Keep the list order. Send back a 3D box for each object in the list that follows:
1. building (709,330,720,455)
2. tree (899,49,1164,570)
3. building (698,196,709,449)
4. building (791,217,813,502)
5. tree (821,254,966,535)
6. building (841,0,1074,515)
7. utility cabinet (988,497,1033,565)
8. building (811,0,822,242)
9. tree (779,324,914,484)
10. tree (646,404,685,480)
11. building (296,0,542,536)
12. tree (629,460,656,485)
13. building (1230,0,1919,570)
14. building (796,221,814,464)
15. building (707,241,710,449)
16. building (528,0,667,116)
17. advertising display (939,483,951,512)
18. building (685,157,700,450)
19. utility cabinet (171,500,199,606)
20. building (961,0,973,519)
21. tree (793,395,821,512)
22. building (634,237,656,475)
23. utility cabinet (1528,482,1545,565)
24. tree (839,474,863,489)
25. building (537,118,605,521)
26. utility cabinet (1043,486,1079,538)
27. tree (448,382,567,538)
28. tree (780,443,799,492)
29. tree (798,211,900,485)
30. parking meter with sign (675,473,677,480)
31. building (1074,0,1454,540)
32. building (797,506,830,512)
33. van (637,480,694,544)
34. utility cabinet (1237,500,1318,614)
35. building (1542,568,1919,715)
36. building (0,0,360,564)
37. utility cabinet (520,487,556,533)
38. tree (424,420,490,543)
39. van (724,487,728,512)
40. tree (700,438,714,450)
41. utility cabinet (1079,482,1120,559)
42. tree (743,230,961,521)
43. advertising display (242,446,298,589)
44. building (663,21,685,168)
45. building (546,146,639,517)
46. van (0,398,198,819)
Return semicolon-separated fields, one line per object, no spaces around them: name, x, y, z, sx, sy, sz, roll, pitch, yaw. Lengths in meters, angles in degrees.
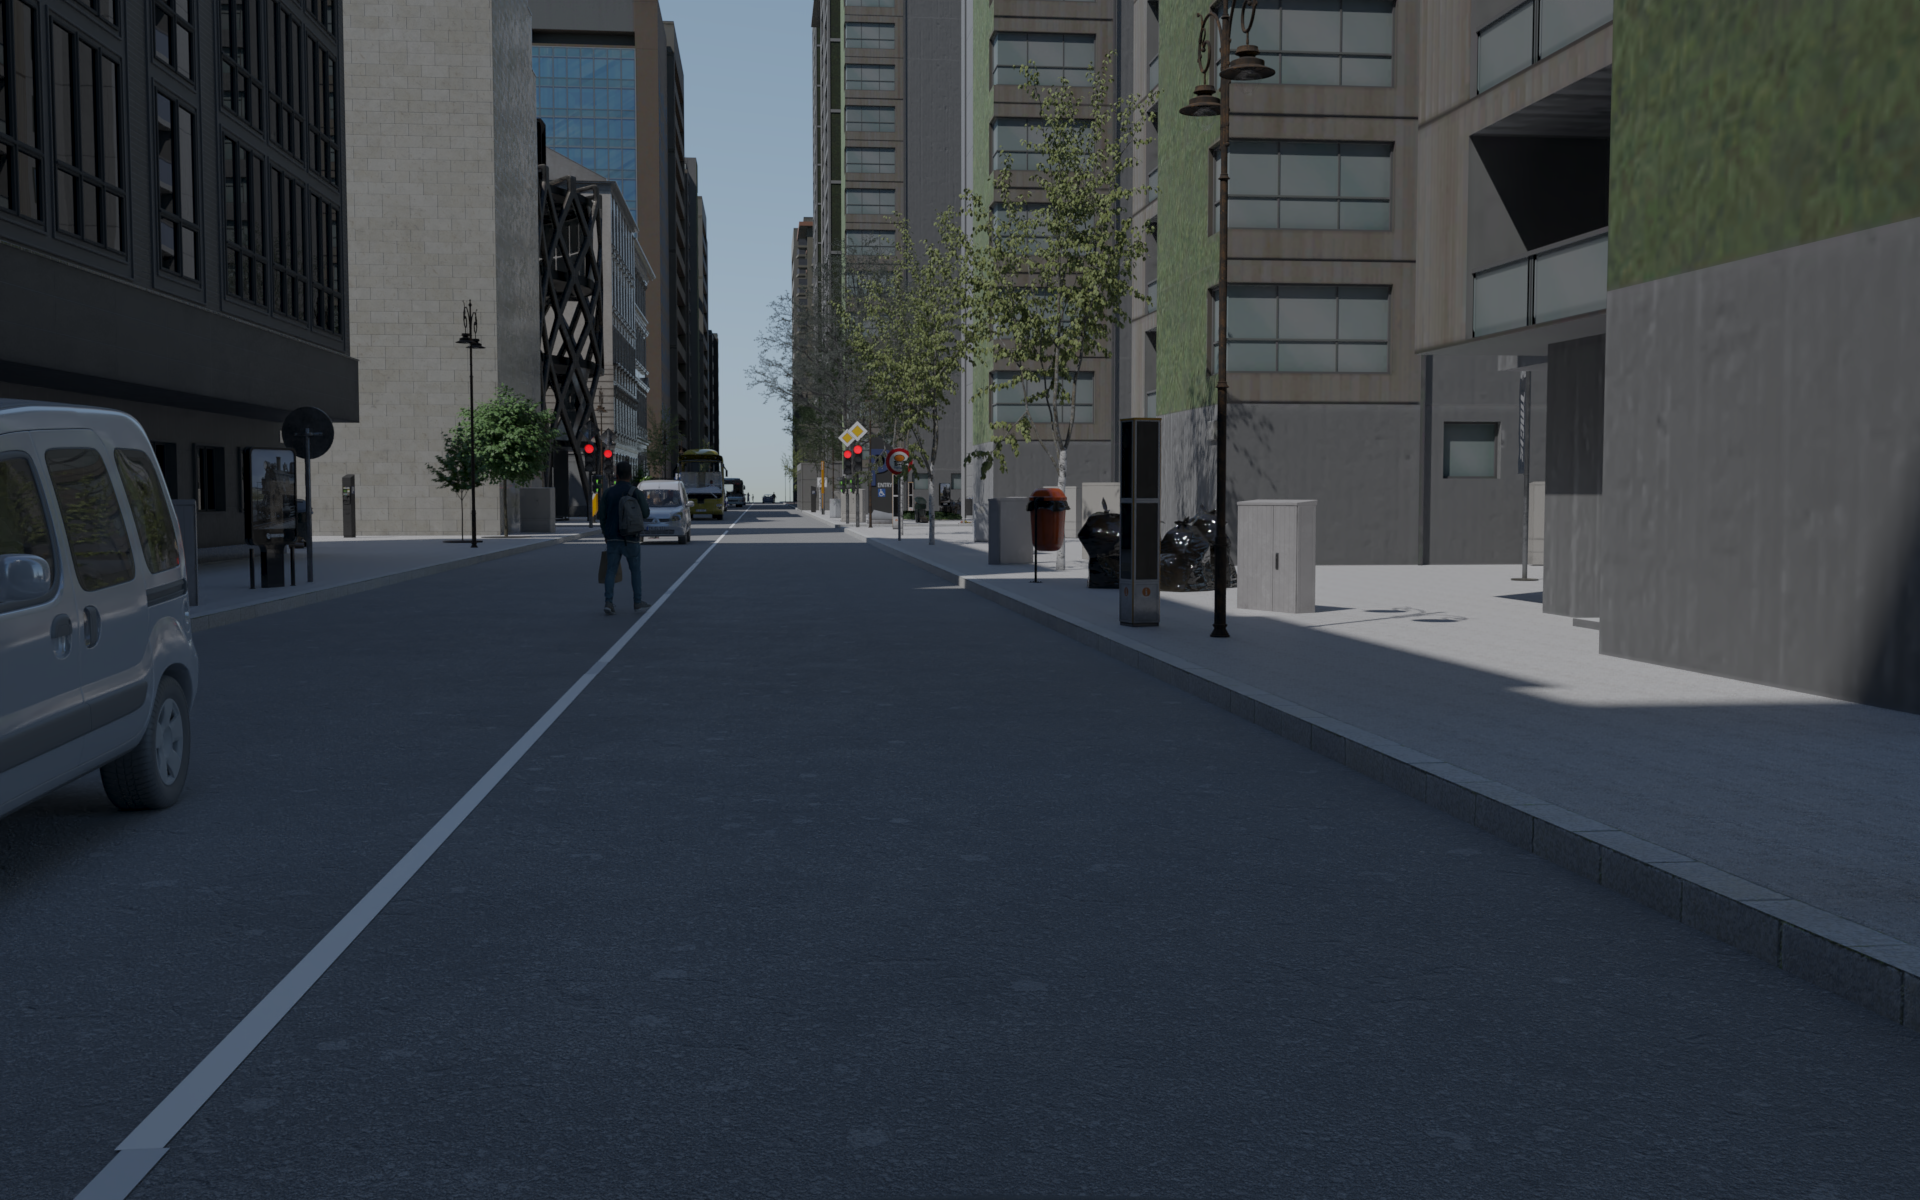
building;-48.749;-32.220;298.504;14.160;30.474;14.107;0;4;-6
tree;1.610;-4.820;29.176;4.737;8.622;4.395;0;3;0
building;-49.667;-39.218;264.909;21.300;48.544;21.600;0;4;-6
building;-17.992;-41.225;297.724;21.300;48.544;21.600;0;4;-6
tree;-1.820;-6.327;53.810;4.360;8.622;3.978;0;3;0
building;-0.887;-26.348;114.377;14.154;41.232;14.086;0;4;-6
utility cabinet;0.933;-1.262;31.795;0.306;1.237;1.020;3;5;40
building;0.341;-35.472;169.213;28.713;52.752;27.495;0;4;-6
tree;-6.094;-9.665;92.430;7.601;10.594;8.767;-2;4;-25
tree;-24.078;-11.508;138.519;4.737;8.622;4.395;0;3;0
building;-23.191;-12.387;57.272;16.860;20.320;10.420;0;4;-6
tree;-18.136;-6.358;98.548;1.663;3.219;1.824;0;3;0
building;10.831;-21.626;37.175;14.154;41.232;14.086;0;4;-6
building;-14.486;-37.791;272.500;22.147;44.769;28.867;0;4;-6
building;-48.273;-38.735;283.425;14.600;45.320;14.200;0;4;-6
building;-33.178;-30.790;153.529;14.600;45.320;14.200;0;4;-6
advertising display;-0.882;-5.772;99.583;0.123;1.923;0.974;3;4;37
building;-38.004;-31.812;203.717;14.154;41.232;14.086;0;4;-6
utility cabinet;-9.265;-0.526;19.769;1.020;1.237;0.306;-1;4;-22
building;15.046;-33.223;85.196;28.212;58.520;21.231;0;4;-6
tree;-10.242;-10.774;126.518;4.360;8.622;3.978;0;3;0
building;-28.228;-17.604;123.975;11.583;22.565;21.152;0;4;-6
utility cabinet;10.807;-1.365;31.001;1.173;1.500;0.318;0;4;2
tree;-6.725;-6.780;105.456;1.663;3.219;1.824;0;3;0
building;-25.403;-13.073;81.195;16.820;18.784;16.811;0;4;-6
utility cabinet;2.983;-2.549;50.349;1.173;1.500;0.318;3;4;39
tree;-13.282;-4.108;50.878;4.285;4.588;4.351;0;3;0
tree;-22.114;-17.358;234.172;4.737;8.622;4.395;0;3;0
tree;-0.952;-5.702;43.589;4.737;8.622;4.395;0;3;0
parking meter with sign;-23.463;-9.052;144.258;0.543;3.016;1.738;-1;4;-11
building;7.204;-22.958;58.950;14.154;41.232;14.086;0;4;-6
building;-2.774;-42.842;138.712;20.563;71.187;20.611;0;4;-6
van;-8.770;-2.668;50.638;2.013;2.044;4.112;0;4;-6
utility cabinet;3.466;-0.482;19.035;0.306;1.237;1.020;-2;4;-29
building;11.905;-20.276;15.111;14.154;41.232;14.086;0;4;-6
building;-18.568;-14.122;24.405;14.314;27.812;24.014;0;4;-6
utility cabinet;-13.891;-2.951;56.935;1.173;1.500;0.318;1;4;21
tree;-13.271;-3.122;45.651;1.663;3.219;1.824;0;3;0
van;-20.315;-8.516;143.625;2.240;2.365;5.245;0;4;-6
tree;-33.802;-16.761;224.401;4.737;8.622;4.395;0;3;0
utility cabinet;2.891;-1.507;33.319;0.318;1.500;1.173;-3;5;-44
tree;-4.977;-10.435;80.977;12.009;13.543;11.850;0;3;0
advertising display;-9.447;-1.134;23.760;0.123;1.923;0.974;1;4;16
building;-38.272;-33.464;170.834;21.300;48.544;21.600;0;4;-6
building;-24.862;-15.613;104.428;9.793;20.994;18.267;0;4;-6
van;-4.228;0.034;6.449;2.013;2.044;4.112;0;4;-8
